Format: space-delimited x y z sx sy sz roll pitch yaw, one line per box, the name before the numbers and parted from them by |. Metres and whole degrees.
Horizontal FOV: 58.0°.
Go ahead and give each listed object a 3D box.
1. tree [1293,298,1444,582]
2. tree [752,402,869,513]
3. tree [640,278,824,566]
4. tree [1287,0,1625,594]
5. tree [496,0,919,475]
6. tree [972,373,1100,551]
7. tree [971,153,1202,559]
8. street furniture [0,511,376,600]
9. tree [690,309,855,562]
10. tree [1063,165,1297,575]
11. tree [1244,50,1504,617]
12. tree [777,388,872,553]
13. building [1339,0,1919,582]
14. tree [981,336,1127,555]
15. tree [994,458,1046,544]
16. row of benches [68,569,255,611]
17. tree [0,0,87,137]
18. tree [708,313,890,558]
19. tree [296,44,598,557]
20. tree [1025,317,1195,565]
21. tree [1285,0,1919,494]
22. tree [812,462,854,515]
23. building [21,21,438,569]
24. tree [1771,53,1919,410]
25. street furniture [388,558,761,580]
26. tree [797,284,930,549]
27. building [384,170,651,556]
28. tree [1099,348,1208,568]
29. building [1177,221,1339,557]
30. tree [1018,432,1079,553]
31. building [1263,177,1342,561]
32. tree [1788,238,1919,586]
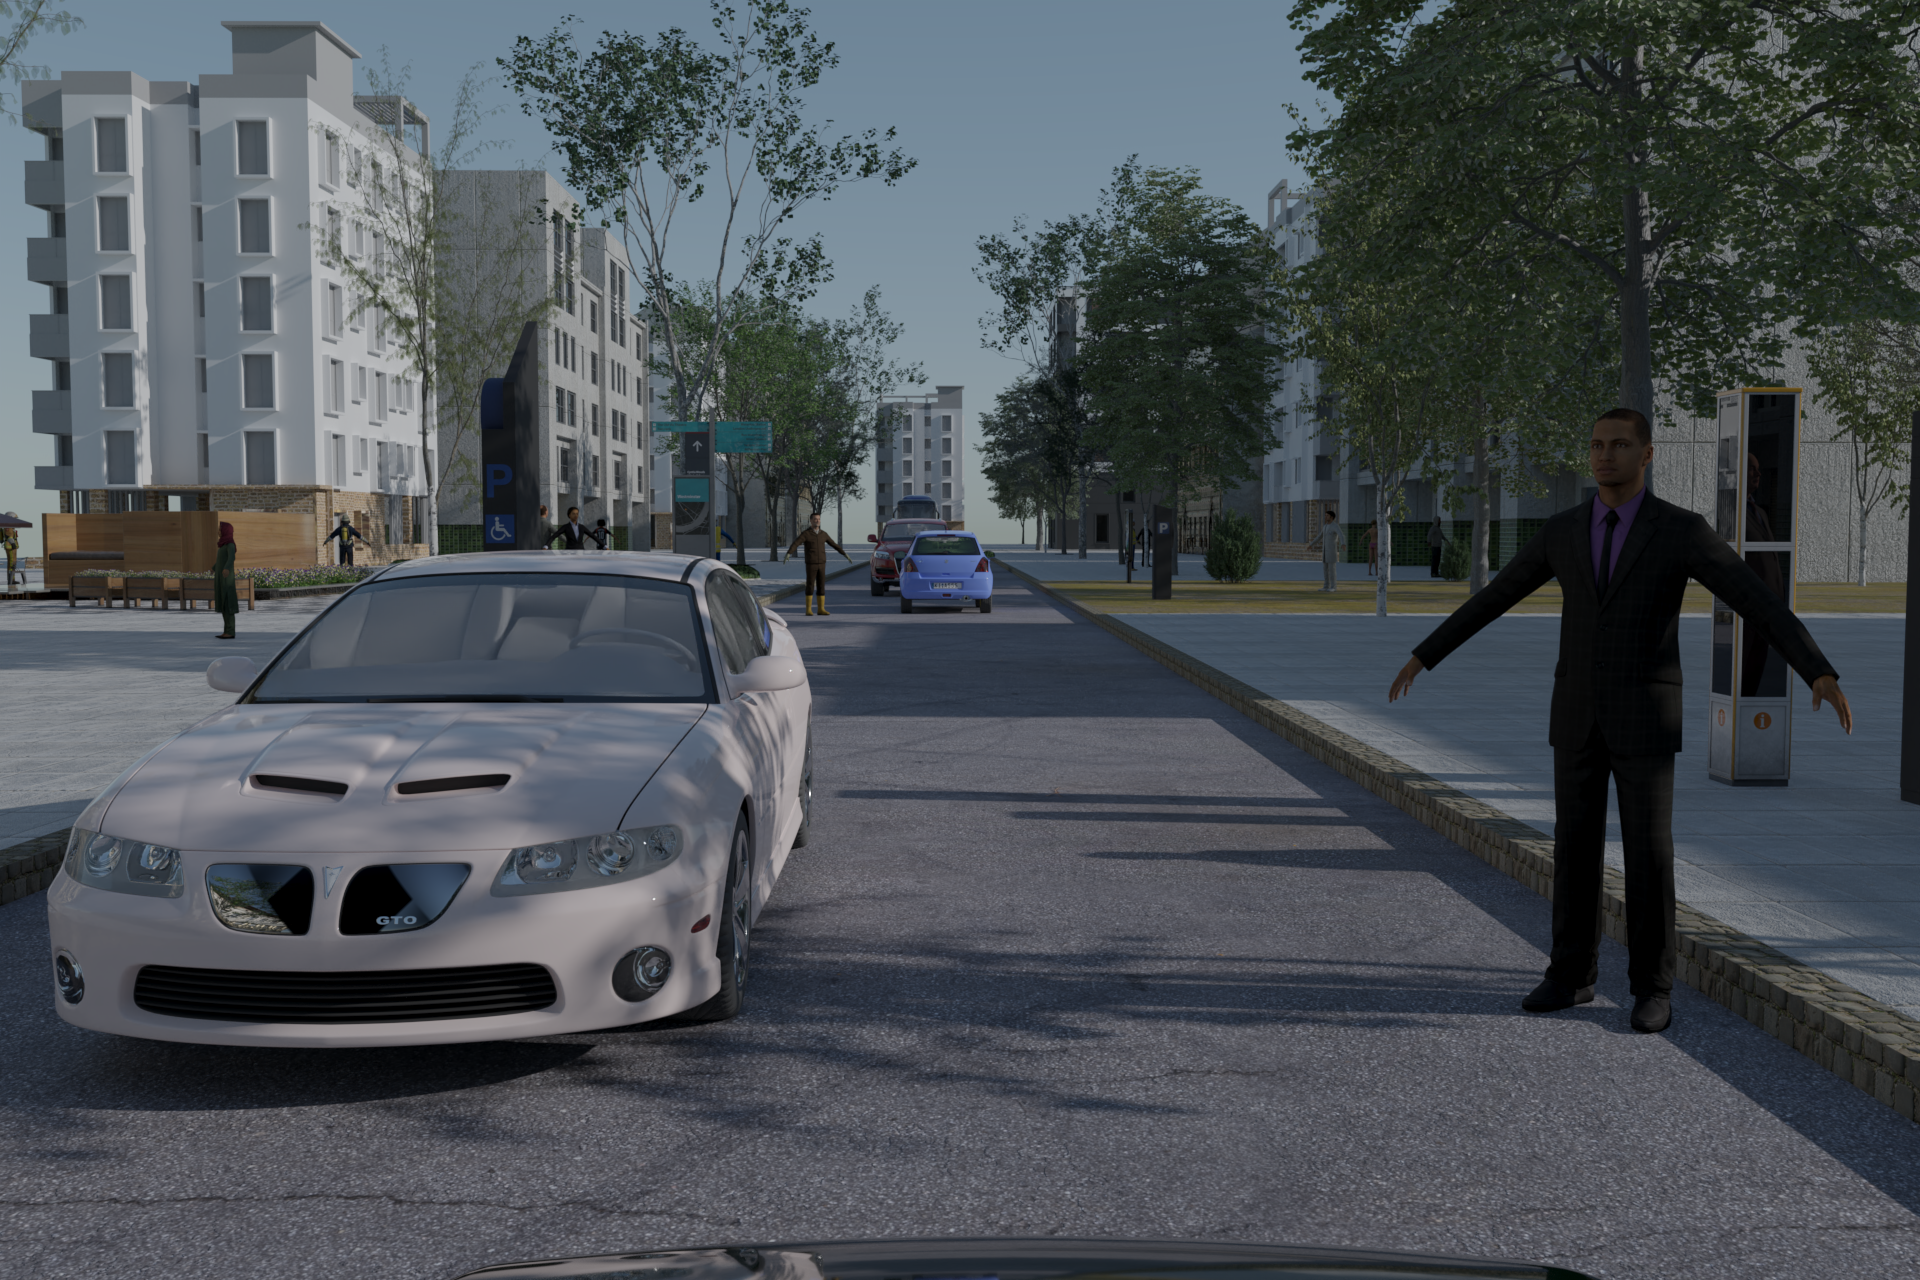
tree | 11.146 -5.834 45.744 4.737 8.622 4.395 0 3 0
tree | -9.084 -10.543 106.790 7.601 10.594 8.767 2 4 25
tree | -9.048 -8.860 70.619 9.928 11.665 9.643 0 3 0
tree | 10.674 -7.246 36.601 7.486 12.596 7.792 0 3 0
tree | -8.121 -12.204 55.426 12.611 20.169 13.585 0 3 0
tree | 6.046 -13.875 133.505 9.857 13.997 8.962 0 3 0
tree | 6.526 -14.196 87.989 12.611 20.169 13.585 0 3 0
street furniture | -15.325 -1.844 36.997 9.812 1.723 11.010 0 4 2
tree | -8.742 -9.457 80.378 9.928 11.665 9.643 0 3 0
tree | 6.841 -8.310 53.996 7.486 12.596 7.792 0 3 0
tree | 6.472 -4.653 26.437 4.737 8.622 4.395 0 3 0
tree | -9.486 -11.749 117.849 9.928 11.665 9.643 0 3 0
building | 25.479 -11.923 61.400 16.747 18.905 31.486 0 4 0
tree | 6.399 -12.080 107.880 12.009 13.543 11.850 0 3 0
tree | 7.919 -18.009 220.202 9.928 11.665 9.643 0 3 0
row of benches | -13.828 -0.876 29.793 4.104 0.672 1.422 2 4 28
tree | -9.017 -3.775 12.085 4.360 8.622 3.978 0 3 0
tree | -9.016 -11.228 93.950 12.009 13.543 11.850 0 3 0
tree | -8.516 -4.691 27.058 4.360 8.622 3.978 0 3 0
tree | 6.506 -8.455 72.650 7.601 10.594 8.767 1 4 19
tree | 6.554 -6.032 16.756 7.486 12.596 7.792 0 3 0
tree | -18.358 -18.986 220.785 12.009 13.543 11.850 0 3 0
building | -28.612 -12.780 65.369 16.016 20.090 11.380 0 4 0
tree | 21.235 -7.555 33.890 12.009 13.543 11.850 0 3 0
street furniture | -10.673 -1.962 47.700 10.072 0.657 5.734 0 4 1
tree | -8.707 -16.898 132.163 12.611 20.169 13.585 0 3 0
building | -28.838 -14.291 100.111 16.747 18.905 31.486 0 4 -1
tree | 7.028 -7.042 65.492 4.360 8.622 3.978 0 3 0
building | 23.869 -16.863 106.639 19.493 23.208 18.063 0 4 -1
tree | 5.620 -10.261 118.122 4.360 8.622 3.978 0 3 0
building | 21.793 -14.509 93.639 16.016 20.090 11.380 0 3 0
tree | 22.334 -5.621 42.262 4.737 8.622 4.395 0 3 0
